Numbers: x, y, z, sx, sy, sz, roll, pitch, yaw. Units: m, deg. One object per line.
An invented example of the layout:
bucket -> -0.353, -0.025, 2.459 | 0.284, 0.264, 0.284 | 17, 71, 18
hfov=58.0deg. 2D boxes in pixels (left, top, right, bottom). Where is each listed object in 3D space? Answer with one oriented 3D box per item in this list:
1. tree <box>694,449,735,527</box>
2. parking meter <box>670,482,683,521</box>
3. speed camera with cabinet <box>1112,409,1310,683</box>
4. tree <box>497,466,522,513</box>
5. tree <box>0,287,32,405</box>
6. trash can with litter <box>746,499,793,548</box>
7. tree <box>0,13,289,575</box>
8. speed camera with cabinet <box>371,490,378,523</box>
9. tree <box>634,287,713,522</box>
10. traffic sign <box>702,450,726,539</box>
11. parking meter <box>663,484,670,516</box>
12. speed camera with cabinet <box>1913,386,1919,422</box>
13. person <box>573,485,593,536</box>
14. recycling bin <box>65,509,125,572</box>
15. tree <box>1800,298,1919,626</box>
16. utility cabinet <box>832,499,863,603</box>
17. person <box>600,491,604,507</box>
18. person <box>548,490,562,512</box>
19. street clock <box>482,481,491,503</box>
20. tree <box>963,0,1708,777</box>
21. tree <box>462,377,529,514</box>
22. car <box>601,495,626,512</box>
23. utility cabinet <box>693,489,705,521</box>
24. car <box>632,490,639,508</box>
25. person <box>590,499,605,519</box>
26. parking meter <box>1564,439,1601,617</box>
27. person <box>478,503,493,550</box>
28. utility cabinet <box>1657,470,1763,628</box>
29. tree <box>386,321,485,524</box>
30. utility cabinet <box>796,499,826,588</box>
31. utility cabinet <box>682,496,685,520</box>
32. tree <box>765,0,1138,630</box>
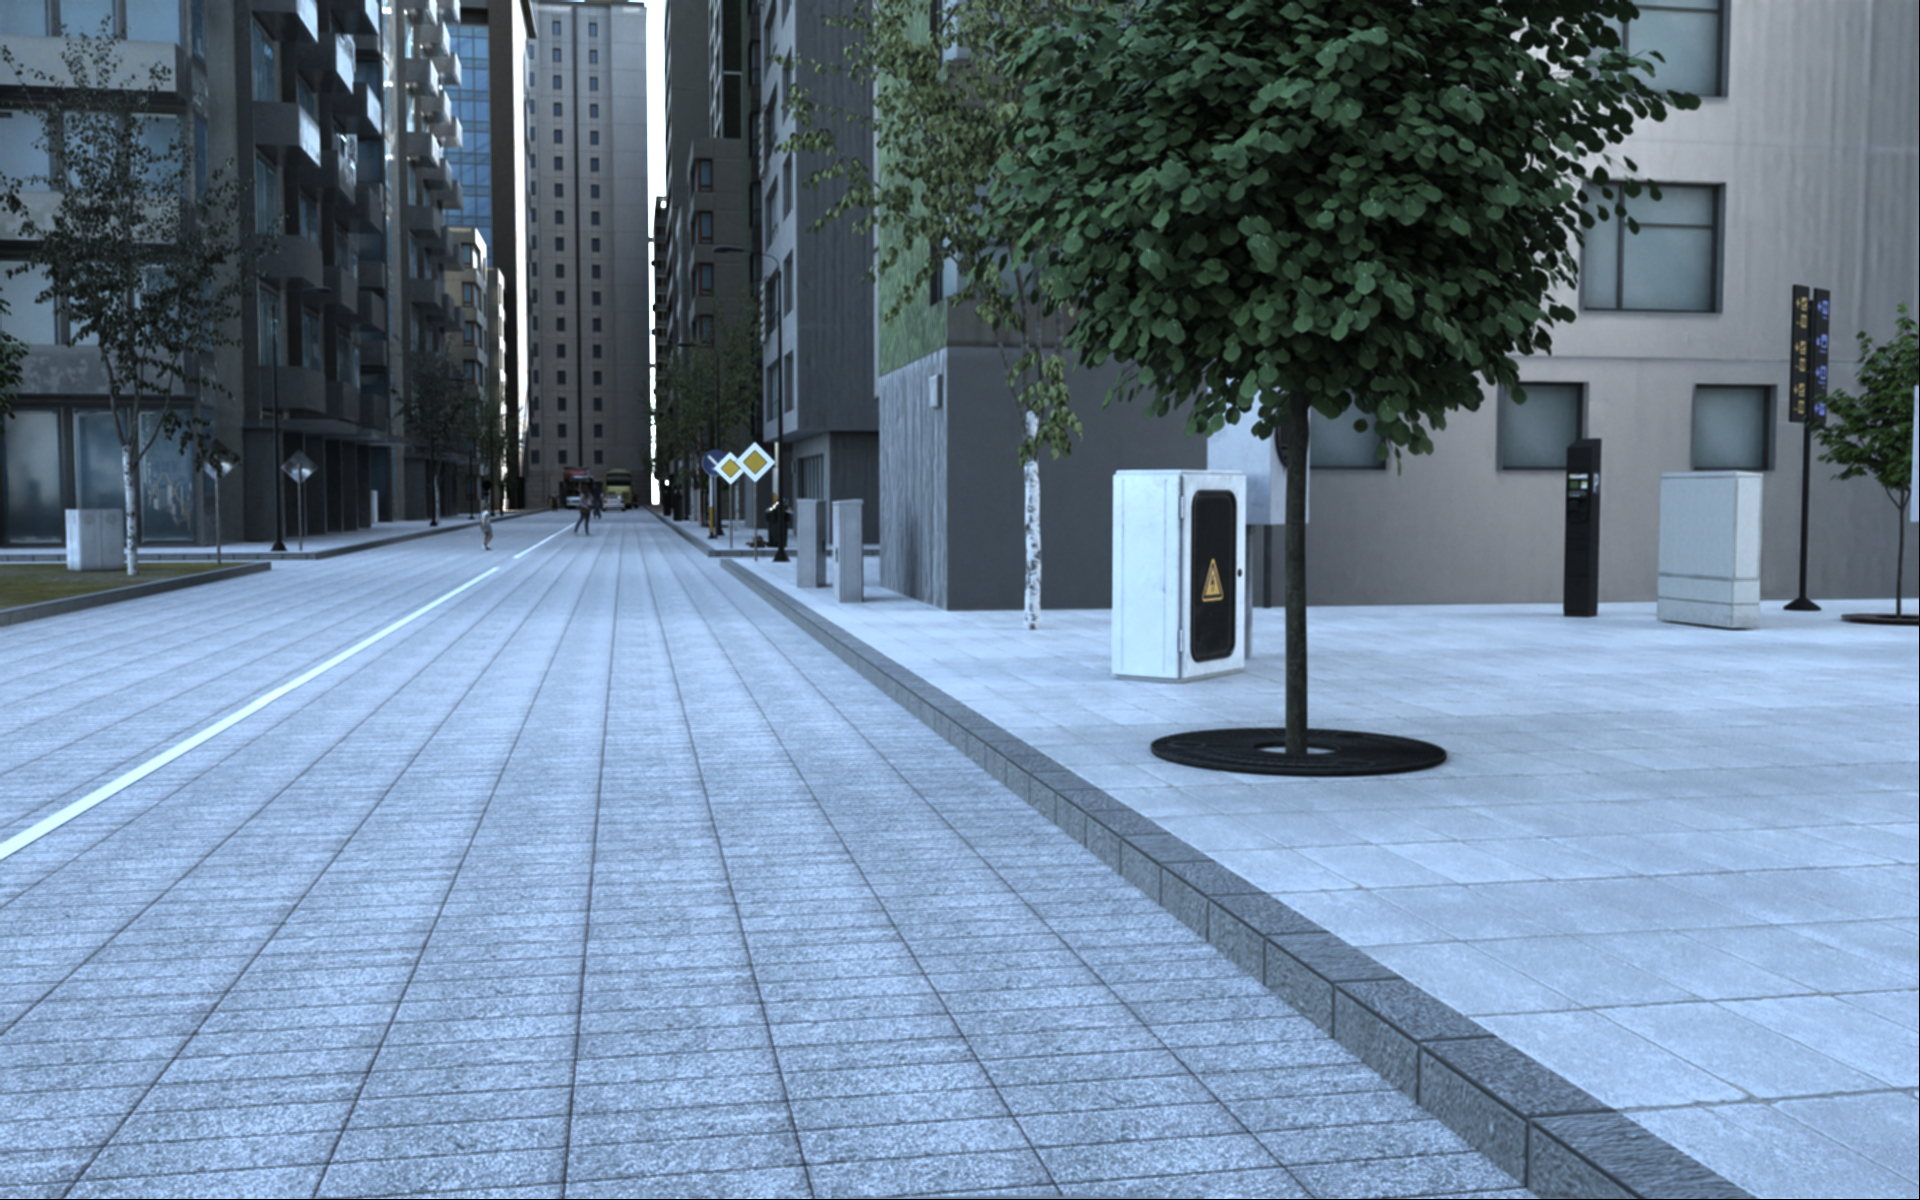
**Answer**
tree -> -9.686, -4.457, 67.478 | 1.663, 3.219, 1.824 | 0, 3, 0
parking meter -> -13.465, -4.706, 82.652 | 0.399, 1.863, 0.255 | 2, 4, 29
speed camera with cabinet -> 1.868, -1.116, 12.578 | 0.660, 3.252, 2.038 | 3, 4, 36
tree -> -31.579, -7.718, 120.793 | 1.663, 3.219, 1.824 | 0, 3, 0
tree -> -13.208, -2.288, 21.129 | 4.285, 4.588, 4.351 | 0, 3, 0
trash can with litter -> -4.572, -1.846, 41.577 | 1.055, 1.170, 0.624 | -2, 4, -32
tree -> -12.959, -4.690, 27.052 | 4.360, 8.622, 3.978 | 0, 3, 0
speed camera with cabinet -> -26.601, -4.984, 75.816 | 2.038, 3.252, 0.660 | 0, 4, 2
tree -> -7.950, -6.687, 59.694 | 4.737, 8.622, 4.395 | 0, 3, 0
traffic sign -> -7.005, -3.035, 49.720 | 0.768, 2.556, 0.104 | 0, 4, -1
parking meter -> -17.255, -5.895, 102.099 | 0.399, 1.863, 0.255 | 1, 4, 18
speed camera with cabinet -> 8.641, -1.178, 13.598 | 2.038, 3.252, 0.660 | 2, 4, 29
person -> -13.013, -3.100, 59.782 | 0.643, 1.750, 0.593 | 1, 4, 12
recycling bin -> -14.489, -1.006, 29.009 | 0.722, 1.027, 0.722 | -3, 5, -42
tree -> 9.300, -1.391, 17.348 | 1.663, 3.219, 1.824 | 0, 3, 0
utility cabinet -> -1.368, -0.598, 20.940 | 0.306, 1.237, 1.020 | -1, 4, -9
person -> -30.845, -8.578, 149.682 | 0.436, 1.711, 0.756 | -1, 4, -12
person -> -32.760, -8.001, 140.054 | 1.217, 1.736, 0.721 | -2, 4, -24
street clock -> -25.330, -5.389, 92.684 | 0.358, 2.002, 0.471 | 3, 4, 39
tree -> 1.748, -1.511, 8.423 | 4.285, 4.588, 4.351 | 0, 3, 0
tree -> -29.755, -9.765, 110.015 | 4.737, 8.622, 4.395 | 0, 3, 0
car -> -28.676, -8.022, 143.516 | 2.083, 1.381, 4.827 | -1, 4, -12
utility cabinet -> -12.275, -4.470, 81.766 | 0.318, 1.500, 1.173 | 1, 4, 16
car -> -33.981, -10.301, 177.101 | 2.281, 1.827, 5.304 | -1, 4, -12
person -> -21.059, -5.264, 100.062 | 1.012, 1.151, 0.738 | -1, 4, -10
parking meter -> 6.519, -0.760, 18.144 | 0.255, 1.863, 0.399 | 3, 4, 37
person -> -12.185, -1.883, 44.305 | 0.382, 1.210, 0.505 | -3, 5, -44
utility cabinet -> 7.283, -0.499, 16.836 | 0.318, 1.500, 1.173 | -1, 4, -12
tree -> -22.285, -7.543, 73.689 | 4.360, 8.622, 3.978 | 0, 3, 0
utility cabinet -> -2.055, -0.792, 24.116 | 0.306, 1.237, 1.020 | 0, 4, 2
utility cabinet -> -14.049, -4.627, 86.816 | 0.306, 1.237, 1.020 | -2, 4, -23
tree -> 0.477, -4.018, 16.057 | 4.737, 8.622, 4.395 | 0, 3, 0
